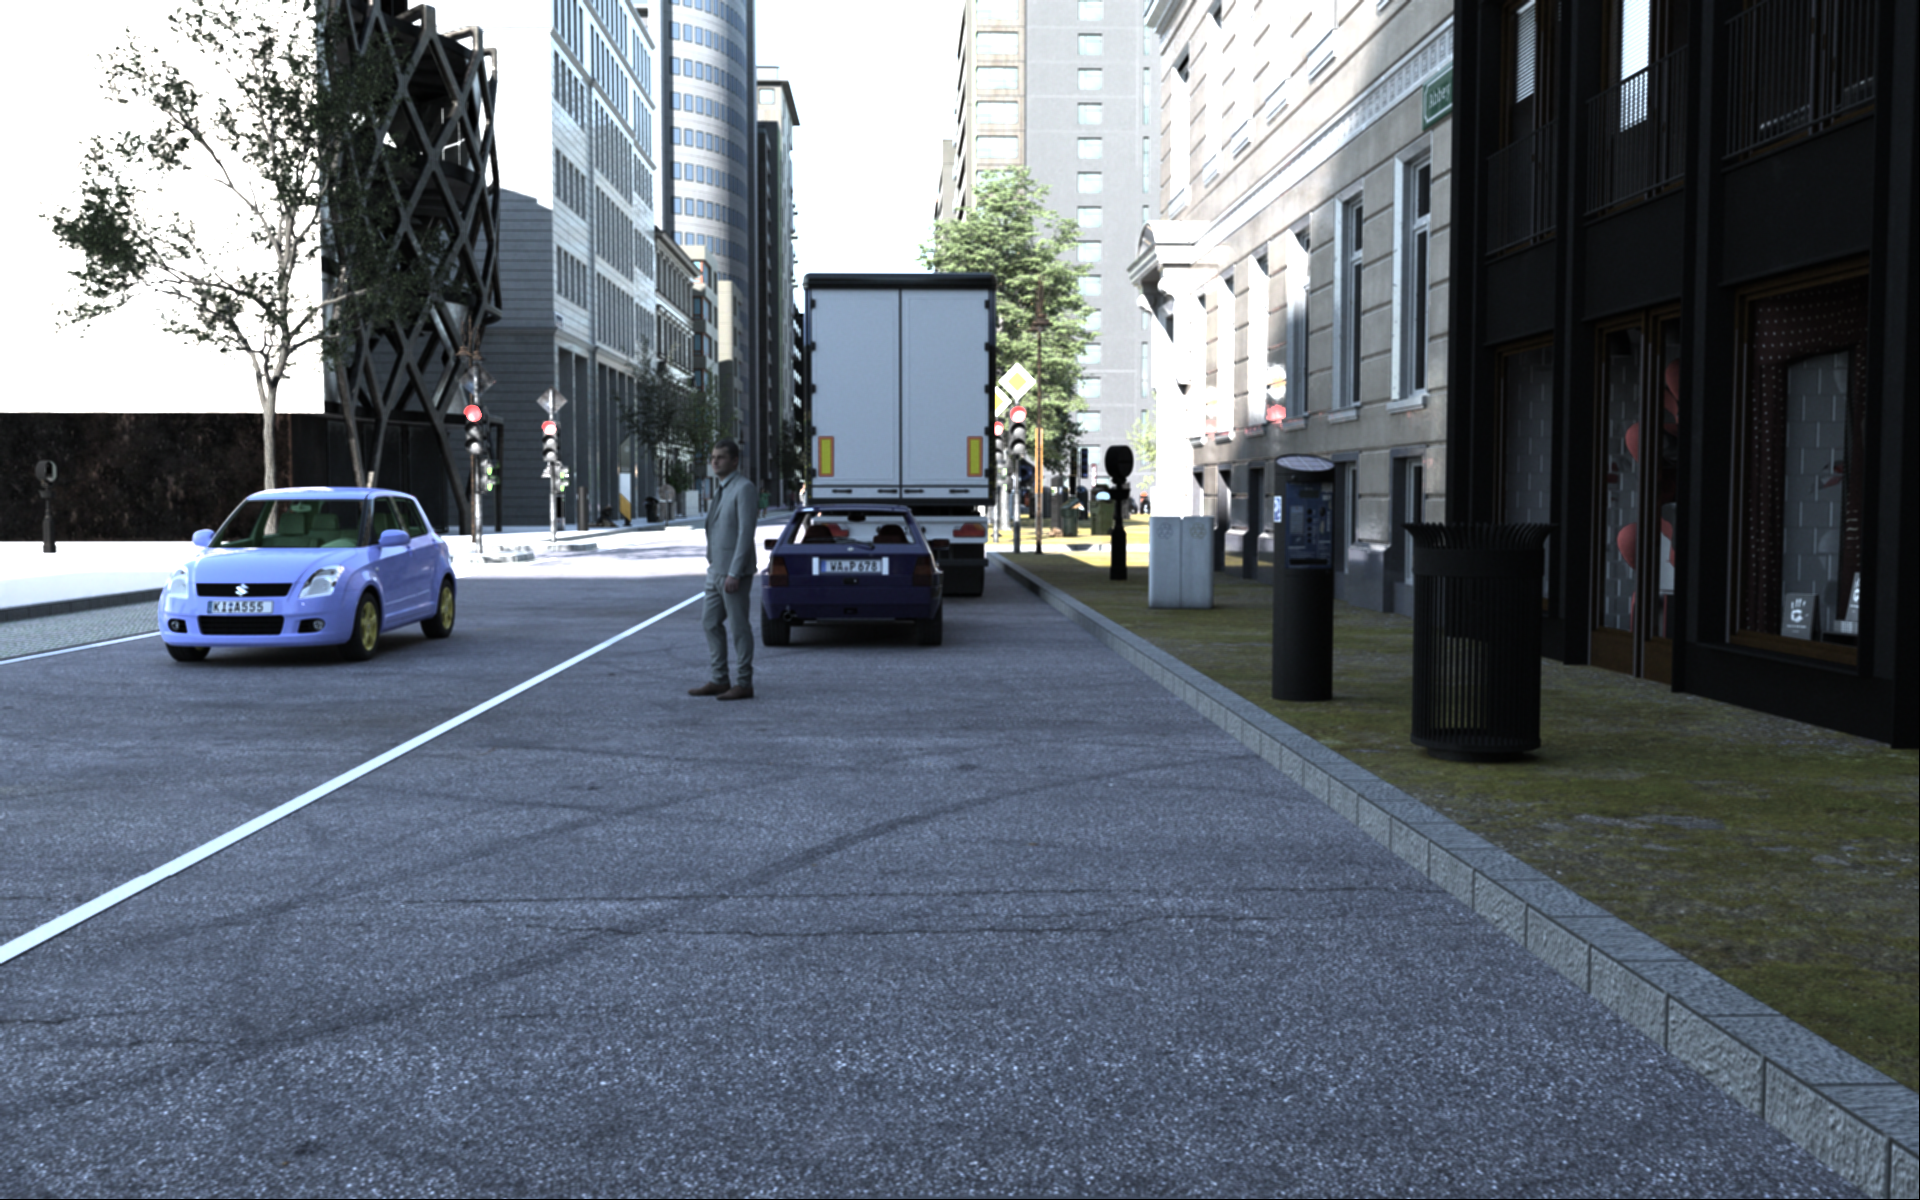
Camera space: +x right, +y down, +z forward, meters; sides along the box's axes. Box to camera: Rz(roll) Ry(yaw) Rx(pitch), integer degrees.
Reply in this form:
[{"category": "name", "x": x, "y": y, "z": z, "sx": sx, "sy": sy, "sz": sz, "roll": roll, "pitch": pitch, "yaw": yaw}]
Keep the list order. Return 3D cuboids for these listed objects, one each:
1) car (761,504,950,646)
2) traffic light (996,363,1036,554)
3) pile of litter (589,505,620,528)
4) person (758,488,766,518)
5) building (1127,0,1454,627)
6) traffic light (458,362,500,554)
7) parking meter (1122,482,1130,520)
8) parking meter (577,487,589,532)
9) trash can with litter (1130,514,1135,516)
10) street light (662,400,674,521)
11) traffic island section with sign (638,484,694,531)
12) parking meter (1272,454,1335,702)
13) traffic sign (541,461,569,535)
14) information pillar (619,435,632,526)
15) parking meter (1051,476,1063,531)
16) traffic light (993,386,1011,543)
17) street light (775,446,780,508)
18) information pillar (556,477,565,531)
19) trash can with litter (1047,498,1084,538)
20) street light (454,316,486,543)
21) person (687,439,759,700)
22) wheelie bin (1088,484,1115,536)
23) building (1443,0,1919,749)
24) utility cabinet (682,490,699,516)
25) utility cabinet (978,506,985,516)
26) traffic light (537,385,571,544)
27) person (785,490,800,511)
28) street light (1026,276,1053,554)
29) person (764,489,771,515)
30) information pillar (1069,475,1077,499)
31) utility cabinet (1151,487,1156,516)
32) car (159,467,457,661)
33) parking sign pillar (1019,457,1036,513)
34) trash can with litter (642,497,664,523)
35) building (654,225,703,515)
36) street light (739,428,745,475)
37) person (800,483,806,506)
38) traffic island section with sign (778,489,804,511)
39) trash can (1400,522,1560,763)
[{"category": "car", "x": -1.064, "y": -0.315, "z": 17.735, "sx": 1.945, "sy": 1.354, "sz": 3.894, "roll": 0, "pitch": 4, "yaw": -2}, {"category": "traffic light", "x": 1.209, "y": -2.957, "z": 37.274, "sx": 0.839, "sy": 4.253, "sz": 0.868, "roll": 0, "pitch": 4, "yaw": -2}, {"category": "pile of litter", "x": -13.811, "y": -3.236, "z": 66.870, "sx": 1.176, "sy": 0.858, "sz": 1.719, "roll": -3, "pitch": 4, "yaw": -36}, {"category": "person", "x": -11.805, "y": -5.774, "z": 103.151, "sx": 0.529, "sy": 1.795, "sz": 0.600, "roll": 1, "pitch": 4, "yaw": 14}, {"category": "building", "x": 10.525, "y": -14.630, "z": 25.101, "sx": 13.634, "sy": 28.700, "sz": 20.117, "roll": 0, "pitch": 4, "yaw": -2}, {"category": "traffic light", "x": -10.244, "y": -2.931, "z": 36.844, "sx": 0.839, "sy": 4.253, "sz": 0.868, "roll": 0, "pitch": 4, "yaw": -2}, {"category": "parking meter", "x": 8.204, "y": -4.904, "z": 85.893, "sx": 0.399, "sy": 1.863, "sz": 0.255, "roll": 2, "pitch": 4, "yaw": 24}, {"category": "parking meter", "x": -12.927, "y": -3.116, "z": 59.350, "sx": 0.372, "sy": 1.533, "sz": 0.369, "roll": 0, "pitch": 3, "yaw": 0}, {"category": "trash can with litter", "x": 9.151, "y": -5.511, "z": 101.158, "sx": 2.233, "sy": 1.210, "sz": 1.678, "roll": 0, "pitch": 4, "yaw": 1}, {"category": "street light", "x": -13.965, "y": -6.719, "z": 82.637, "sx": 0.468, "sy": 5.910, "sz": 1.993, "roll": 0, "pitch": 4, "yaw": -2}, {"category": "traffic island section with sign", "x": -11.404, "y": -3.595, "z": 67.400, "sx": 1.989, "sy": 1.847, "sz": 2.006, "roll": 0, "pitch": 4, "yaw": -2}, {"category": "parking meter", "x": 2.150, "y": -0.149, "z": 10.839, "sx": 0.372, "sy": 1.533, "sz": 0.369, "roll": 0, "pitch": 3, "yaw": 0}, {"category": "traffic sign", "x": -12.747, "y": -3.336, "z": 54.554, "sx": 0.884, "sy": 2.594, "sz": 0.081, "roll": 0, "pitch": 4, "yaw": -2}, {"category": "information pillar", "x": -13.316, "y": -4.742, "z": 68.885, "sx": 0.504, "sy": 3.616, "sz": 0.183, "roll": -3, "pitch": 5, "yaw": -44}, {"category": "parking meter", "x": 3.067, "y": -3.004, "z": 54.833, "sx": 0.255, "sy": 1.863, "sz": 0.399, "roll": 2, "pitch": 4, "yaw": 34}, {"category": "traffic light", "x": 0.920, "y": -3.445, "z": 45.254, "sx": 0.839, "sy": 4.253, "sz": 0.868, "roll": 0, "pitch": 4, "yaw": -2}, {"category": "street light", "x": -16.749, "y": -11.418, "z": 159.464, "sx": 0.468, "sy": 5.910, "sz": 1.993, "roll": 0, "pitch": 4, "yaw": -2}, {"category": "information pillar", "x": -13.965, "y": -3.418, "z": 60.370, "sx": 0.304, "sy": 2.012, "sz": 0.304, "roll": 0, "pitch": 4, "yaw": 2}, {"category": "trash can with litter", "x": 3.113, "y": -2.440, "z": 51.276, "sx": 1.055, "sy": 1.170, "sz": 0.624, "roll": -3, "pitch": 4, "yaw": -39}, {"category": "street light", "x": -12.676, "y": -4.416, "z": 44.991, "sx": 0.468, "sy": 5.910, "sz": 1.993, "roll": 0, "pitch": 4, "yaw": -2}, {"category": "person", "x": -1.610, "y": -0.217, "z": 12.146, "sx": 0.391, "sy": 1.810, "sz": 0.635, "roll": -2, "pitch": 4, "yaw": -35}, {"category": "wheelie bin", "x": 4.397, "y": -2.799, "z": 53.677, "sx": 0.693, "sy": 1.594, "sz": 0.980, "roll": -2, "pitch": 4, "yaw": -29}, {"category": "building", "x": 10.810, "y": -10.865, "z": 7.321, "sx": 12.332, "sy": 23.373, "sz": 15.834, "roll": 0, "pitch": 4, "yaw": -2}, {"category": "utility cabinet", "x": -15.630, "y": -5.605, "z": 100.318, "sx": 0.318, "sy": 1.500, "sz": 1.173, "roll": 2, "pitch": 4, "yaw": 31}, {"category": "utility cabinet", "x": 0.842, "y": -5.551, "z": 99.443, "sx": 1.173, "sy": 1.500, "sz": 0.318, "roll": -2, "pitch": 4, "yaw": -31}, {"category": "traffic light", "x": -10.534, "y": -3.419, "z": 44.824, "sx": 0.839, "sy": 4.253, "sz": 0.868, "roll": 0, "pitch": 4, "yaw": -2}, {"category": "person", "x": -13.763, "y": -8.138, "z": 142.281, "sx": 1.217, "sy": 1.743, "sz": 0.721, "roll": 0, "pitch": 4, "yaw": -4}, {"category": "street light", "x": 1.689, "y": -3.923, "z": 36.927, "sx": 0.468, "sy": 5.910, "sz": 1.993, "roll": 0, "pitch": 4, "yaw": -2}, {"category": "person", "x": -13.320, "y": -6.722, "z": 118.650, "sx": 0.600, "sy": 1.795, "sz": 0.529, "roll": 2, "pitch": 4, "yaw": 25}, {"category": "information pillar", "x": 4.329, "y": -3.801, "z": 66.636, "sx": 0.304, "sy": 2.012, "sz": 0.304, "roll": 0, "pitch": 4, "yaw": 2}, {"category": "utility cabinet", "x": 6.449, "y": -2.785, "z": 54.216, "sx": 0.318, "sy": 1.500, "sz": 1.173, "roll": -2, "pitch": 4, "yaw": -32}, {"category": "car", "x": -5.927, "y": -0.391, "z": 15.988, "sx": 1.945, "sy": 1.707, "sz": 3.694, "roll": 0, "pitch": 4, "yaw": -1}, {"category": "parking sign pillar", "x": 4.413, "y": -7.847, "z": 116.771, "sx": 1.447, "sy": 3.967, "sz": 1.447, "roll": 1, "pitch": 4, "yaw": 20}, {"category": "trash can with litter", "x": -13.744, "y": -4.055, "z": 77.691, "sx": 0.624, "sy": 1.170, "sz": 1.055, "roll": 1, "pitch": 4, "yaw": 19}, {"category": "building", "x": -22.415, "y": -14.916, "z": 108.501, "sx": 10.561, "sy": 19.102, "sz": 19.286, "roll": 0, "pitch": 4, "yaw": -2}, {"category": "street light", "x": -15.305, "y": -9.096, "z": 121.503, "sx": 0.468, "sy": 5.910, "sz": 1.993, "roll": 0, "pitch": 4, "yaw": -2}, {"category": "person", "x": -4.717, "y": -2.732, "z": 53.349, "sx": 0.473, "sy": 1.802, "sz": 0.592, "roll": 0, "pitch": 4, "yaw": -1}, {"category": "traffic island section with sign", "x": -14.205, "y": -8.331, "z": 144.846, "sx": 1.989, "sy": 1.847, "sz": 2.006, "roll": 0, "pitch": 4, "yaw": -2}, {"category": "trash can", "x": 2.524, "y": 0.195, "z": 8.458, "sx": 0.748, "sy": 1.137, "sz": 0.748, "roll": 0, "pitch": 3, "yaw": 0}]
